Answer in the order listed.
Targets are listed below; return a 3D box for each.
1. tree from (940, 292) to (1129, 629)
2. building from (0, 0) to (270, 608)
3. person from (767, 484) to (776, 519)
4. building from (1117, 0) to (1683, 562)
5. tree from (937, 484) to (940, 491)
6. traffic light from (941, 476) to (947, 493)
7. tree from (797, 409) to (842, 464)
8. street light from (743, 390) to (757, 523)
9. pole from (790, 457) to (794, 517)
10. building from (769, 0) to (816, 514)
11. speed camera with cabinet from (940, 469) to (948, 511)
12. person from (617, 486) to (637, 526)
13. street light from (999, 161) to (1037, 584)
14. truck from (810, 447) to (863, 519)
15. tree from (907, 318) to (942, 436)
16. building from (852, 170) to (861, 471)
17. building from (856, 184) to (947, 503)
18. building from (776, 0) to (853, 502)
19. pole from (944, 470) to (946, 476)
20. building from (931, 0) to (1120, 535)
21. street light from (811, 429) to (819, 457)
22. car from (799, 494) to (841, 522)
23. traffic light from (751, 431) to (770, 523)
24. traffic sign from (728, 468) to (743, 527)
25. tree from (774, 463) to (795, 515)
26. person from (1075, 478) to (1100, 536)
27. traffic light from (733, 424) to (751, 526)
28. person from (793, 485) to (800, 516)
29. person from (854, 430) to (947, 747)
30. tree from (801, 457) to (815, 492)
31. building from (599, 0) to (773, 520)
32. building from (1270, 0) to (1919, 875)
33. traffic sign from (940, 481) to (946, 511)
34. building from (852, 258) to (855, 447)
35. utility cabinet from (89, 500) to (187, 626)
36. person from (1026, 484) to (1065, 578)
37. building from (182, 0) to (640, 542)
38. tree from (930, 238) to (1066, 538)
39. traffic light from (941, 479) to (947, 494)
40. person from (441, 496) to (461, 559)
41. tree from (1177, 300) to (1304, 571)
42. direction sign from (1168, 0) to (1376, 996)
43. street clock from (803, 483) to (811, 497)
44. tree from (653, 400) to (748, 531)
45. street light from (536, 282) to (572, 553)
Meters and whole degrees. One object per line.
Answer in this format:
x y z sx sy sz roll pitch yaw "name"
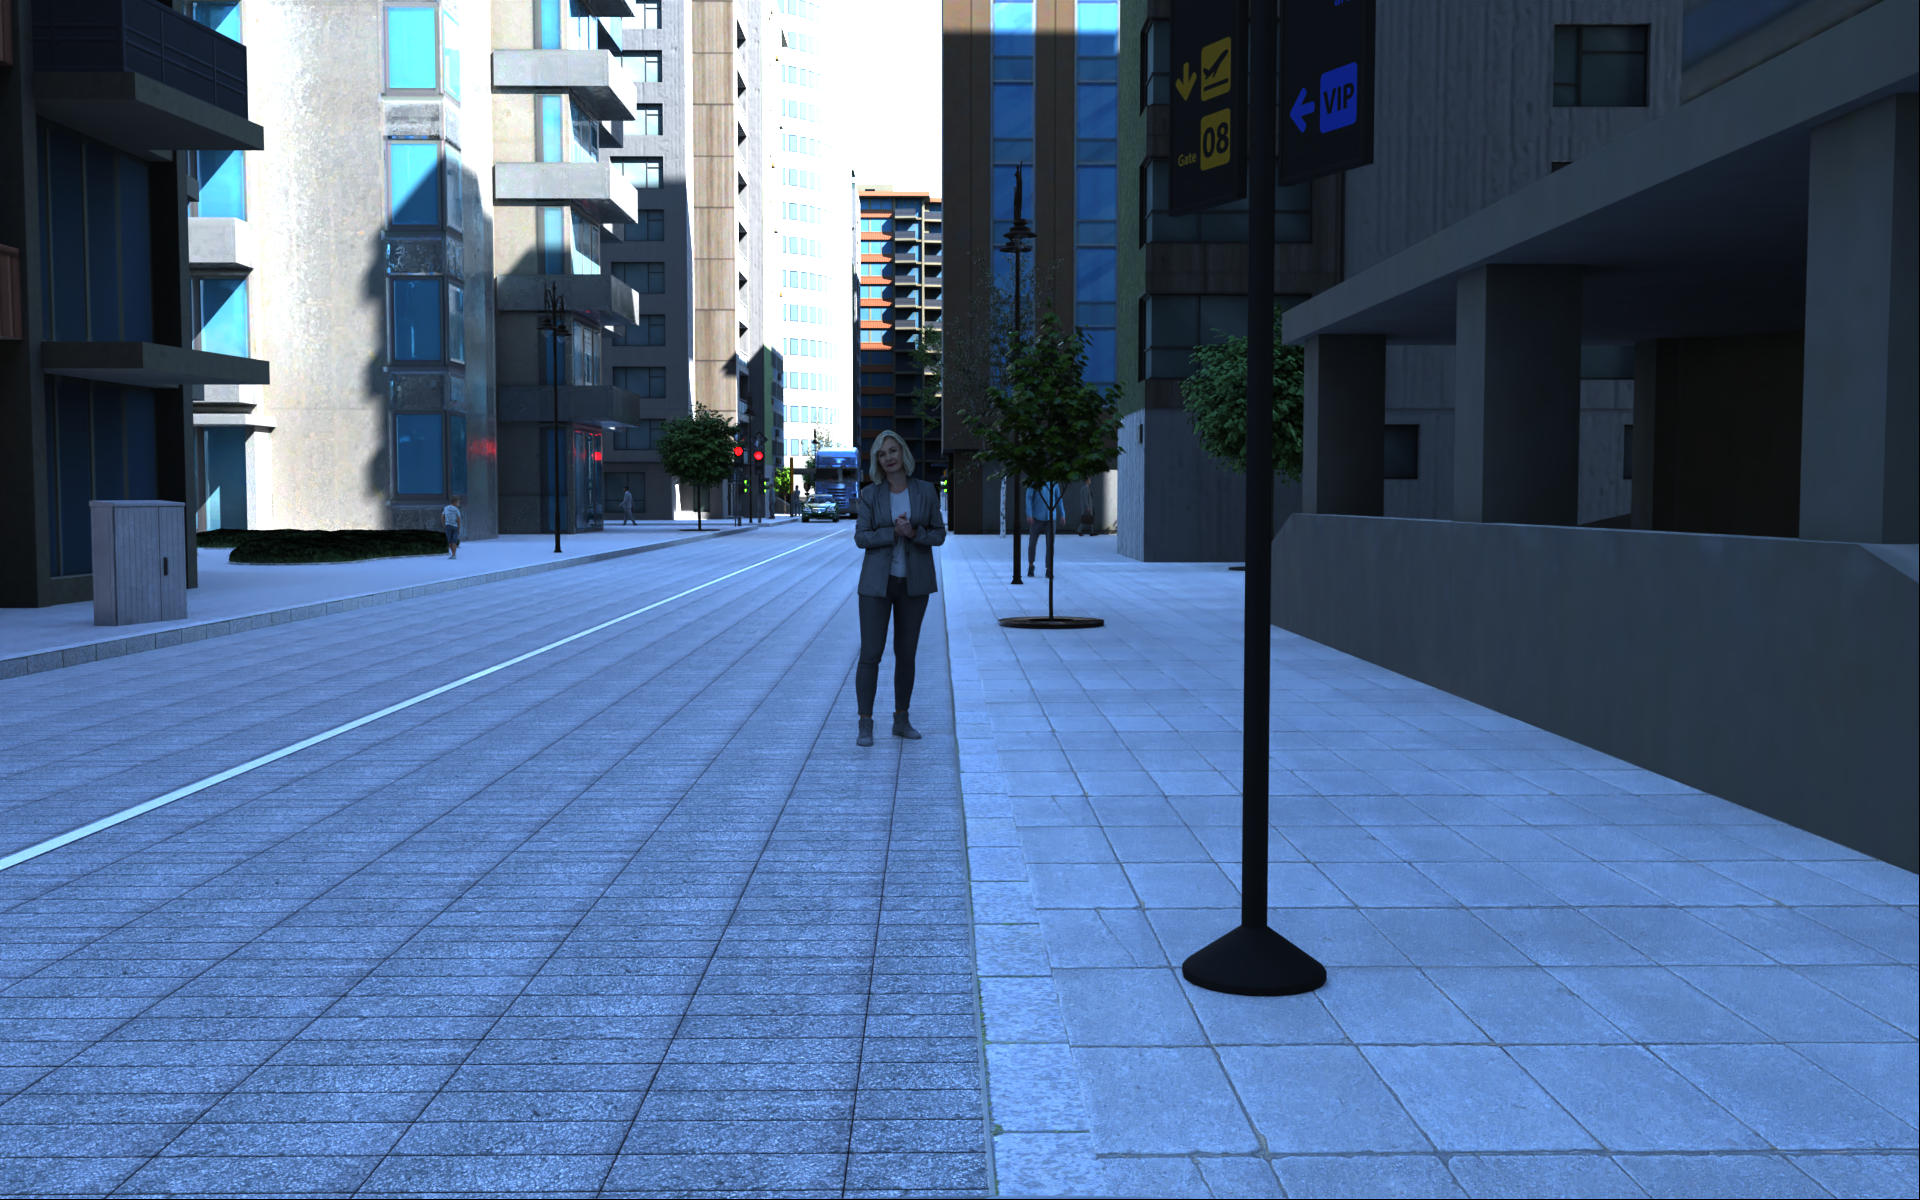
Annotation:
0.764 -1.359 16.814 1.663 3.219 1.824 0 3 0 "tree"
-19.934 -21.975 13.910 22.147 44.769 28.867 0 4 -1 "building"
-9.747 -5.115 89.772 0.391 1.810 0.635 -1 4 -19 "person"
10.371 -16.322 38.565 14.160 30.474 14.107 0 4 -1 "building"
-1.220 -10.521 166.618 1.663 3.219 1.824 0 3 0 "tree"
-0.319 -4.906 69.127 0.839 4.253 0.868 0 4 -1 "traffic light"
-11.657 -12.017 146.838 4.360 8.622 3.978 0 3 0 "tree"
-9.348 -6.387 77.210 0.468 5.910 1.993 0 4 -1 "street light"
-9.317 -6.241 95.884 0.158 3.312 0.155 0 3 0 "pole"
-25.133 -26.191 120.110 32.217 40.220 23.993 0 4 -1 "building"
-1.233 -8.621 135.296 0.660 3.252 2.038 0 4 -3 "speed camera with cabinet"
-14.210 -3.996 74.111 0.850 1.792 0.678 0 4 5 "person"
0.813 -3.163 24.506 0.468 5.910 1.993 0 4 -1 "street light"
-7.131 -7.086 105.607 2.967 4.110 18.799 0 4 -1 "truck"
0.956 -10.362 95.171 9.928 11.665 9.643 0 3 0 "tree"
-19.658 -32.770 219.384 14.086 41.232 14.154 0 4 -1 "building"
-13.357 -36.234 247.049 28.867 44.769 22.147 0 4 -1 "building"
-21.490 -38.113 165.146 21.231 58.520 28.212 0 4 -1 "building"
-1.299 -9.502 149.201 0.158 3.312 0.155 0 3 0 "pole"
6.275 -25.080 60.166 14.600 45.320 14.200 0 4 -1 "building"
-10.068 -9.028 120.391 0.468 5.910 1.993 0 4 -1 "street light"
-7.154 -4.718 88.934 2.131 1.459 4.920 0 4 -2 "car"
-8.896 -5.385 76.972 0.839 4.253 0.868 0 4 -1 "traffic light"
-8.863 -4.047 68.299 0.606 2.300 0.079 0 4 2 "traffic sign"
-10.750 -6.850 106.591 1.663 3.219 1.824 0 3 0 "tree"
3.880 -2.842 52.606 0.767 1.812 0.694 0 3 0 "person"
-8.779 -4.897 68.988 0.839 4.253 0.868 0 4 -1 "traffic light"
-9.567 -5.797 101.012 0.511 1.800 0.466 1 4 19 "person"
-0.344 -0.083 10.037 0.537 1.800 0.526 0 4 -2 "person"
-11.095 -9.395 137.329 4.285 4.588 4.351 0 3 0 "tree"
-17.484 -24.869 90.195 14.154 41.232 14.086 0 4 -1 "building"
19.258 -19.470 10.224 32.217 40.220 23.993 0 4 -1 "building"
-1.072 -7.882 128.974 0.768 2.556 0.104 0 4 0 "traffic sign"
-19.613 -26.314 201.929 14.160 30.474 14.107 0 4 -1 "building"
-8.190 -0.376 17.314 0.306 1.237 1.020 1 4 14 "utility cabinet"
1.293 -1.264 26.580 0.638 1.841 0.748 0 4 -8 "person"
-26.202 -26.542 53.568 30.456 49.044 23.786 0 4 -1 "building"
1.208 -6.119 50.401 4.360 8.622 3.978 0 3 0 "tree"
-0.436 -5.394 77.112 0.839 4.253 0.868 0 4 -1 "traffic light"
-10.032 -1.434 34.175 0.332 1.250 0.352 2 4 31 "person"
5.357 -2.783 29.222 4.285 4.588 4.351 0 3 0 "tree"
0.781 -0.765 4.499 0.379 3.537 0.876 -2 4 -25 "direction sign"
-9.571 -6.353 108.449 0.358 2.002 0.471 -3 5 -42 "street clock"
-9.085 -4.716 60.821 4.285 4.588 4.351 0 3 0 "tree"
-8.830 -3.979 37.849 0.468 5.910 1.993 0 4 -1 "street light"
